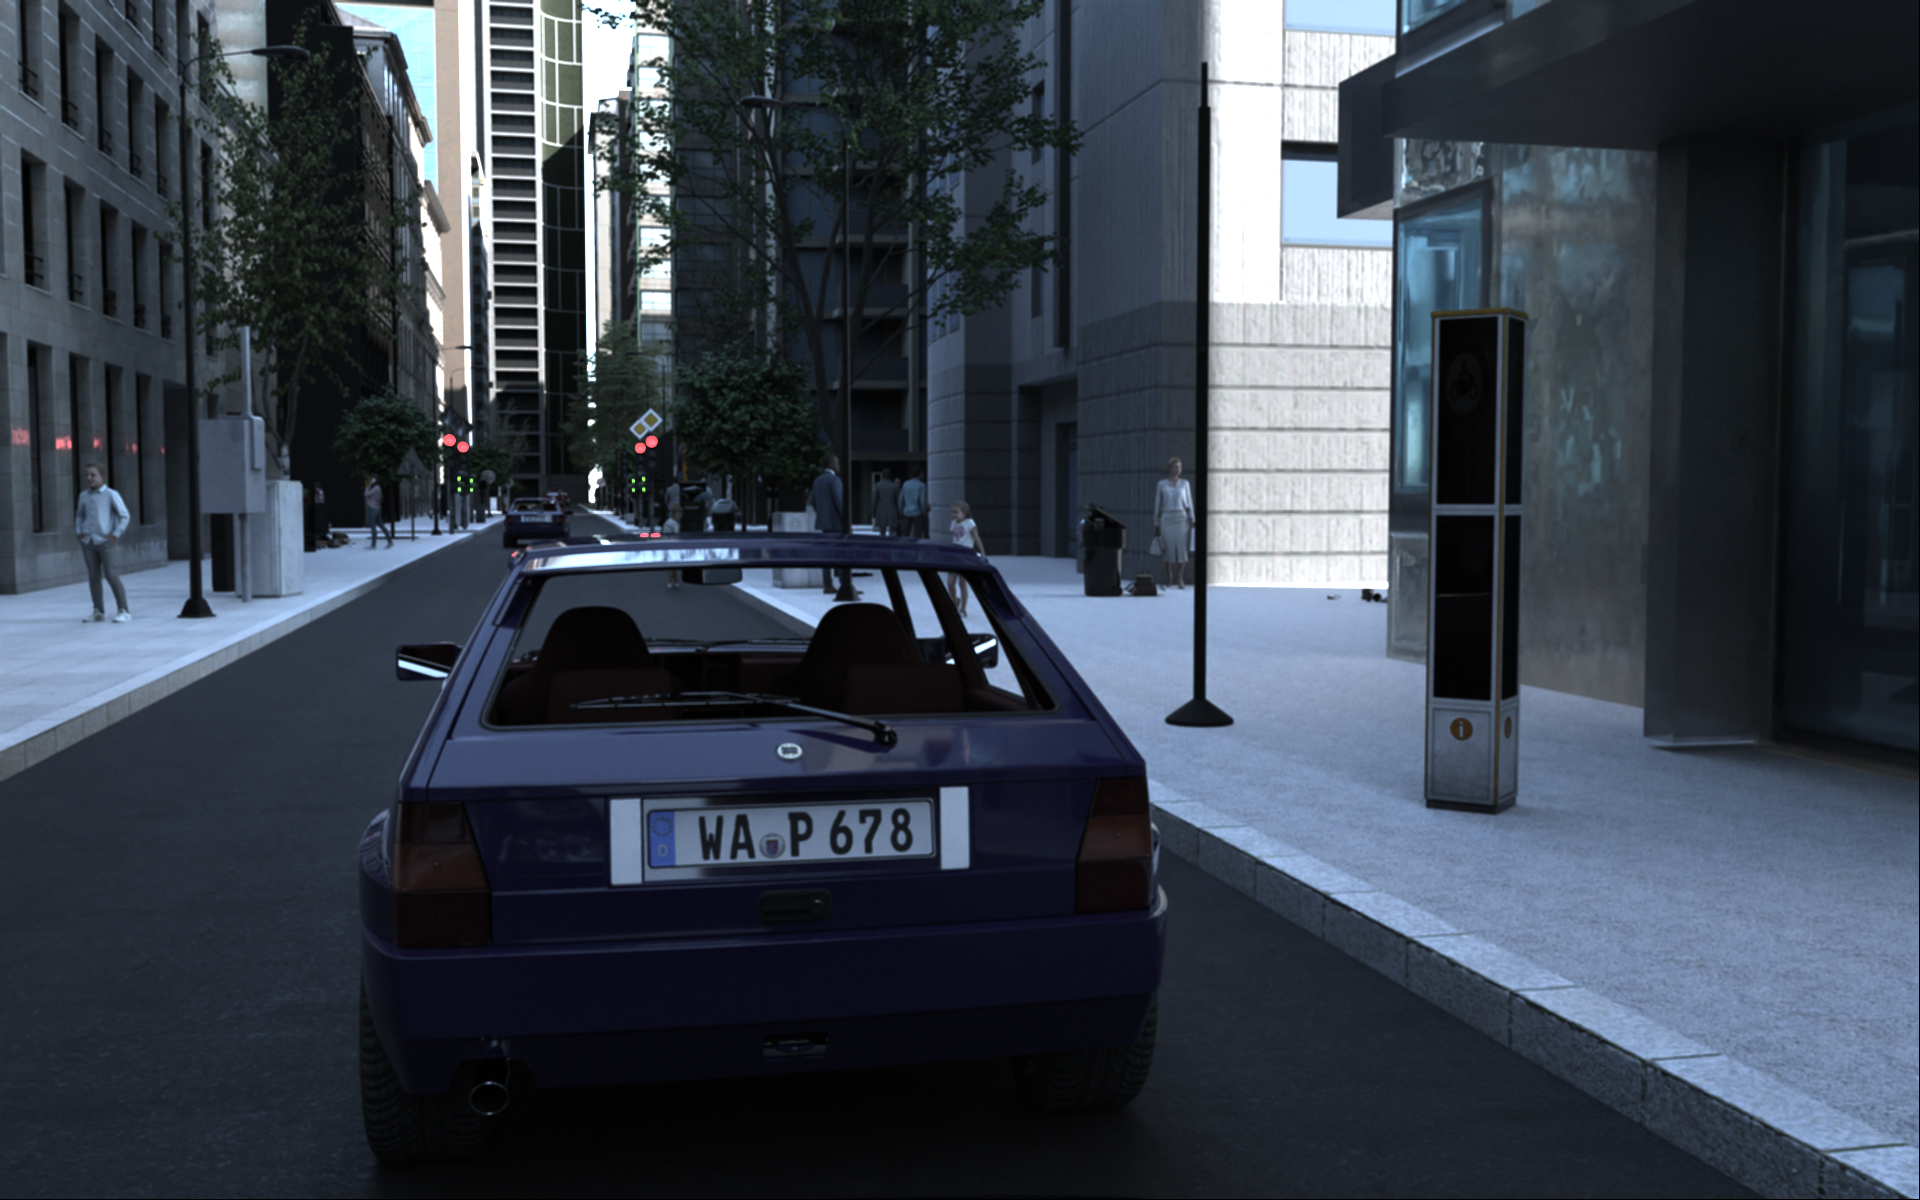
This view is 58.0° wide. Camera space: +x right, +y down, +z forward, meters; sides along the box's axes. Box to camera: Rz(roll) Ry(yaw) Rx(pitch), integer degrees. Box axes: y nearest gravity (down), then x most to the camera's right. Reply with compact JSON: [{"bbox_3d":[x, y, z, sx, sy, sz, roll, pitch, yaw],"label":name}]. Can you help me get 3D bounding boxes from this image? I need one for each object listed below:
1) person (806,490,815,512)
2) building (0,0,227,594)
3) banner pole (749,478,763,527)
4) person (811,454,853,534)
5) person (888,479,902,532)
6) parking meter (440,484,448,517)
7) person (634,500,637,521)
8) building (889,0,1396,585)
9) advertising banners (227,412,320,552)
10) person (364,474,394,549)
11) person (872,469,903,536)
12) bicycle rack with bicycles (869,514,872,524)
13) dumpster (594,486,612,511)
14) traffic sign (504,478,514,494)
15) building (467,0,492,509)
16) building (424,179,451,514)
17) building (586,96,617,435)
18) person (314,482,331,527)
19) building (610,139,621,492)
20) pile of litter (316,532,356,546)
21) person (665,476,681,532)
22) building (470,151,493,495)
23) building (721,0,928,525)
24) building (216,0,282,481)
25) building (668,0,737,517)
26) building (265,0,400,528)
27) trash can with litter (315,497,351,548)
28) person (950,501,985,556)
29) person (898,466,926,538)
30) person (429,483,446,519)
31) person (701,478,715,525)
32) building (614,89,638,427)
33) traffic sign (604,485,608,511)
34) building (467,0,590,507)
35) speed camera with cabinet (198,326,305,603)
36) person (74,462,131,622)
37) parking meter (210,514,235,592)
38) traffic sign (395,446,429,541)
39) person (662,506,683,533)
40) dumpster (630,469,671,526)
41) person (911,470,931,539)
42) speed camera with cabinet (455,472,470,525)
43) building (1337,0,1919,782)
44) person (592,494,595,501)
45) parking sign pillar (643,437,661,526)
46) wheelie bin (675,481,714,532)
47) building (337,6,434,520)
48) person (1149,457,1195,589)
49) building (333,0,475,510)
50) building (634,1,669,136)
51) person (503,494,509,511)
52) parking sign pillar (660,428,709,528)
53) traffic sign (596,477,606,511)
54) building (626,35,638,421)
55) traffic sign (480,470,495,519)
[{"bbox_3d":[-4.120,-2.535,48.039,0.362,1.759,0.519,-1,4,-20],"label":"person"},{"bbox_3d":[-18.535,-10.507,26.537,10.420,20.320,16.860,-1,4,-13],"label":"building"},{"bbox_3d":[-7.948,-4.768,67.966,0.401,3.779,0.863,-3,5,-42],"label":"banner pole"},{"bbox_3d":[-1.623,-0.980,22.246,0.721,1.800,0.419,3,5,44],"label":"person"},{"bbox_3d":[-2.004,-2.978,55.155,0.576,1.772,0.534,2,4,24],"label":"person"},{"bbox_3d":[-29.053,-5.616,97.524,0.399,1.863,0.255,3,4,39],"label":"parking meter"},{"bbox_3d":[-13.935,-4.175,74.478,0.590,1.801,0.661,-2,4,-24],"label":"person"},{"bbox_3d":[9.863,-30.366,38.488,21.231,58.520,28.212,-1,4,-13],"label":"building"},{"bbox_3d":[-14.947,-2.539,37.701,0.090,3.025,2.074,3,5,41],"label":"advertising banners"},{"bbox_3d":[-13.619,-2.075,40.560,0.643,1.750,0.593,0,4,-5],"label":"person"},{"bbox_3d":[-1.517,-1.870,36.716,0.694,1.812,0.767,0,4,-4],"label":"person"},{"bbox_3d":[-2.091,-3.319,67.644,2.925,0.926,2.852,0,4,3],"label":"bicycle rack with bicycles"},{"bbox_3d":[-27.696,-8.082,134.642,1.502,2.255,1.985,-1,4,-13],"label":"dumpster"},{"bbox_3d":[-35.494,-8.330,136.304,0.768,2.556,0.104,-1,4,-12],"label":"traffic sign"},{"bbox_3d":[-54.364,-43.986,157.430,20.563,71.187,20.611,-1,4,-13],"label":"building"},{"bbox_3d":[-39.325,-17.360,112.716,11.050,23.489,19.941,-1,4,-13],"label":"building"},{"bbox_3d":[-36.826,-39.696,238.275,27.495,52.752,28.713,-1,4,-13],"label":"building"},{"bbox_3d":[-23.705,-3.508,64.243,0.643,1.720,0.563,0,4,-4],"label":"person"},{"bbox_3d":[-33.849,-31.801,203.547,14.154,41.232,14.086,-1,4,-13],"label":"building"},{"bbox_3d":[-15.926,-1.820,43.717,1.176,0.858,1.719,2,4,29],"label":"pile of litter"},{"bbox_3d":[-8.010,-2.595,48.745,0.678,1.792,0.850,1,4,9],"label":"person"},{"bbox_3d":[-63.239,-30.306,187.386,23.993,40.220,32.217,-1,4,-13],"label":"building"},{"bbox_3d":[2.358,-26.109,81.509,28.867,44.769,22.147,-1,4,-13],"label":"building"},{"bbox_3d":[-27.857,-15.639,41.604,20.117,28.700,13.634,-1,4,-13],"label":"building"},{"bbox_3d":[-10.271,-20.267,103.072,14.160,30.474,14.107,-1,4,-13],"label":"building"},{"bbox_3d":[-30.242,-14.746,70.772,12.332,23.373,15.834,-1,4,-13],"label":"building"},{"bbox_3d":[-15.648,-1.836,41.068,2.233,1.210,1.678,-1,4,-17],"label":"trash can with litter"},{"bbox_3d":[0.076,-0.424,17.998,0.505,1.210,0.382,2,4,35],"label":"person"},{"bbox_3d":[-0.949,-1.682,33.556,0.660,1.820,0.620,2,4,29],"label":"person"},{"bbox_3d":[-26.339,-4.959,87.231,0.850,1.850,0.679,-2,4,-26],"label":"person"},{"bbox_3d":[-7.722,-2.808,52.434,0.782,1.767,0.515,0,4,4],"label":"person"},{"bbox_3d":[-30.405,-33.004,189.729,14.600,45.320,14.200,-1,4,-13],"label":"building"},{"bbox_3d":[-26.067,-7.818,127.926,0.768,2.556,0.104,-1,4,-9],"label":"traffic sign"},{"bbox_3d":[-59.860,-48.349,228.749,20.611,71.187,20.563,-1,4,-13],"label":"building"},{"bbox_3d":[-8.669,-1.644,21.220,0.660,3.252,2.038,0,4,-3],"label":"speed camera with cabinet"},{"bbox_3d":[-8.654,-0.585,17.420,0.589,1.601,0.330,1,4,16],"label":"person"},{"bbox_3d":[-9.645,-1.044,22.787,0.255,1.863,0.399,1,4,22],"label":"parking meter"},{"bbox_3d":[-14.944,-2.890,47.255,0.884,2.594,0.081,-1,4,-9],"label":"traffic sign"},{"bbox_3d":[-4.401,-0.815,26.505,0.352,1.250,0.332,0,4,-6],"label":"person"},{"bbox_3d":[-12.145,-4.002,67.924,1.502,2.255,1.985,-1,4,-13],"label":"dumpster"},{"bbox_3d":[-0.695,-1.725,34.523,0.573,1.790,0.520,0,4,3],"label":"person"},{"bbox_3d":[-20.368,-4.660,70.519,0.660,3.252,2.038,-1,4,-11],"label":"speed camera with cabinet"},{"bbox_3d":[15.509,-23.378,1.832,23.786,49.044,30.456,-1,4,-13],"label":"building"},{"bbox_3d":[-45.585,-12.726,216.656,0.705,1.812,1.348,2,4,28],"label":"person"},{"bbox_3d":[-12.387,-5.039,70.858,1.447,3.967,1.447,-1,4,-16],"label":"parking sign pillar"},{"bbox_3d":[-6.595,-2.144,42.963,0.980,1.594,0.693,0,4,-4],"label":"wheelie bin"},{"bbox_3d":[-34.698,-17.941,90.592,12.463,27.353,25.104,-1,4,-13],"label":"building"},{"bbox_3d":[2.959,-1.055,23.651,0.694,1.780,0.624,1,4,18],"label":"person"},{"bbox_3d":[-47.263,-30.025,141.023,14.600,45.320,14.200,-1,4,-13],"label":"building"},{"bbox_3d":[-20.274,-28.312,146.502,14.154,41.232,14.086,-1,4,-13],"label":"building"},{"bbox_3d":[-30.140,-6.409,115.117,0.425,1.301,0.394,0,4,3],"label":"person"},{"bbox_3d":[-10.198,-4.696,65.256,1.447,3.967,1.447,1,4,15],"label":"parking sign pillar"},{"bbox_3d":[-26.392,-7.792,127.507,0.768,2.556,0.104,-1,4,-9],"label":"traffic sign"},{"bbox_3d":[-20.816,-33.599,168.956,23.786,49.044,30.456,-1,4,-13],"label":"building"},{"bbox_3d":[-24.729,-5.544,90.755,0.768,2.556,0.104,-1,4,-12],"label":"traffic sign"}]
